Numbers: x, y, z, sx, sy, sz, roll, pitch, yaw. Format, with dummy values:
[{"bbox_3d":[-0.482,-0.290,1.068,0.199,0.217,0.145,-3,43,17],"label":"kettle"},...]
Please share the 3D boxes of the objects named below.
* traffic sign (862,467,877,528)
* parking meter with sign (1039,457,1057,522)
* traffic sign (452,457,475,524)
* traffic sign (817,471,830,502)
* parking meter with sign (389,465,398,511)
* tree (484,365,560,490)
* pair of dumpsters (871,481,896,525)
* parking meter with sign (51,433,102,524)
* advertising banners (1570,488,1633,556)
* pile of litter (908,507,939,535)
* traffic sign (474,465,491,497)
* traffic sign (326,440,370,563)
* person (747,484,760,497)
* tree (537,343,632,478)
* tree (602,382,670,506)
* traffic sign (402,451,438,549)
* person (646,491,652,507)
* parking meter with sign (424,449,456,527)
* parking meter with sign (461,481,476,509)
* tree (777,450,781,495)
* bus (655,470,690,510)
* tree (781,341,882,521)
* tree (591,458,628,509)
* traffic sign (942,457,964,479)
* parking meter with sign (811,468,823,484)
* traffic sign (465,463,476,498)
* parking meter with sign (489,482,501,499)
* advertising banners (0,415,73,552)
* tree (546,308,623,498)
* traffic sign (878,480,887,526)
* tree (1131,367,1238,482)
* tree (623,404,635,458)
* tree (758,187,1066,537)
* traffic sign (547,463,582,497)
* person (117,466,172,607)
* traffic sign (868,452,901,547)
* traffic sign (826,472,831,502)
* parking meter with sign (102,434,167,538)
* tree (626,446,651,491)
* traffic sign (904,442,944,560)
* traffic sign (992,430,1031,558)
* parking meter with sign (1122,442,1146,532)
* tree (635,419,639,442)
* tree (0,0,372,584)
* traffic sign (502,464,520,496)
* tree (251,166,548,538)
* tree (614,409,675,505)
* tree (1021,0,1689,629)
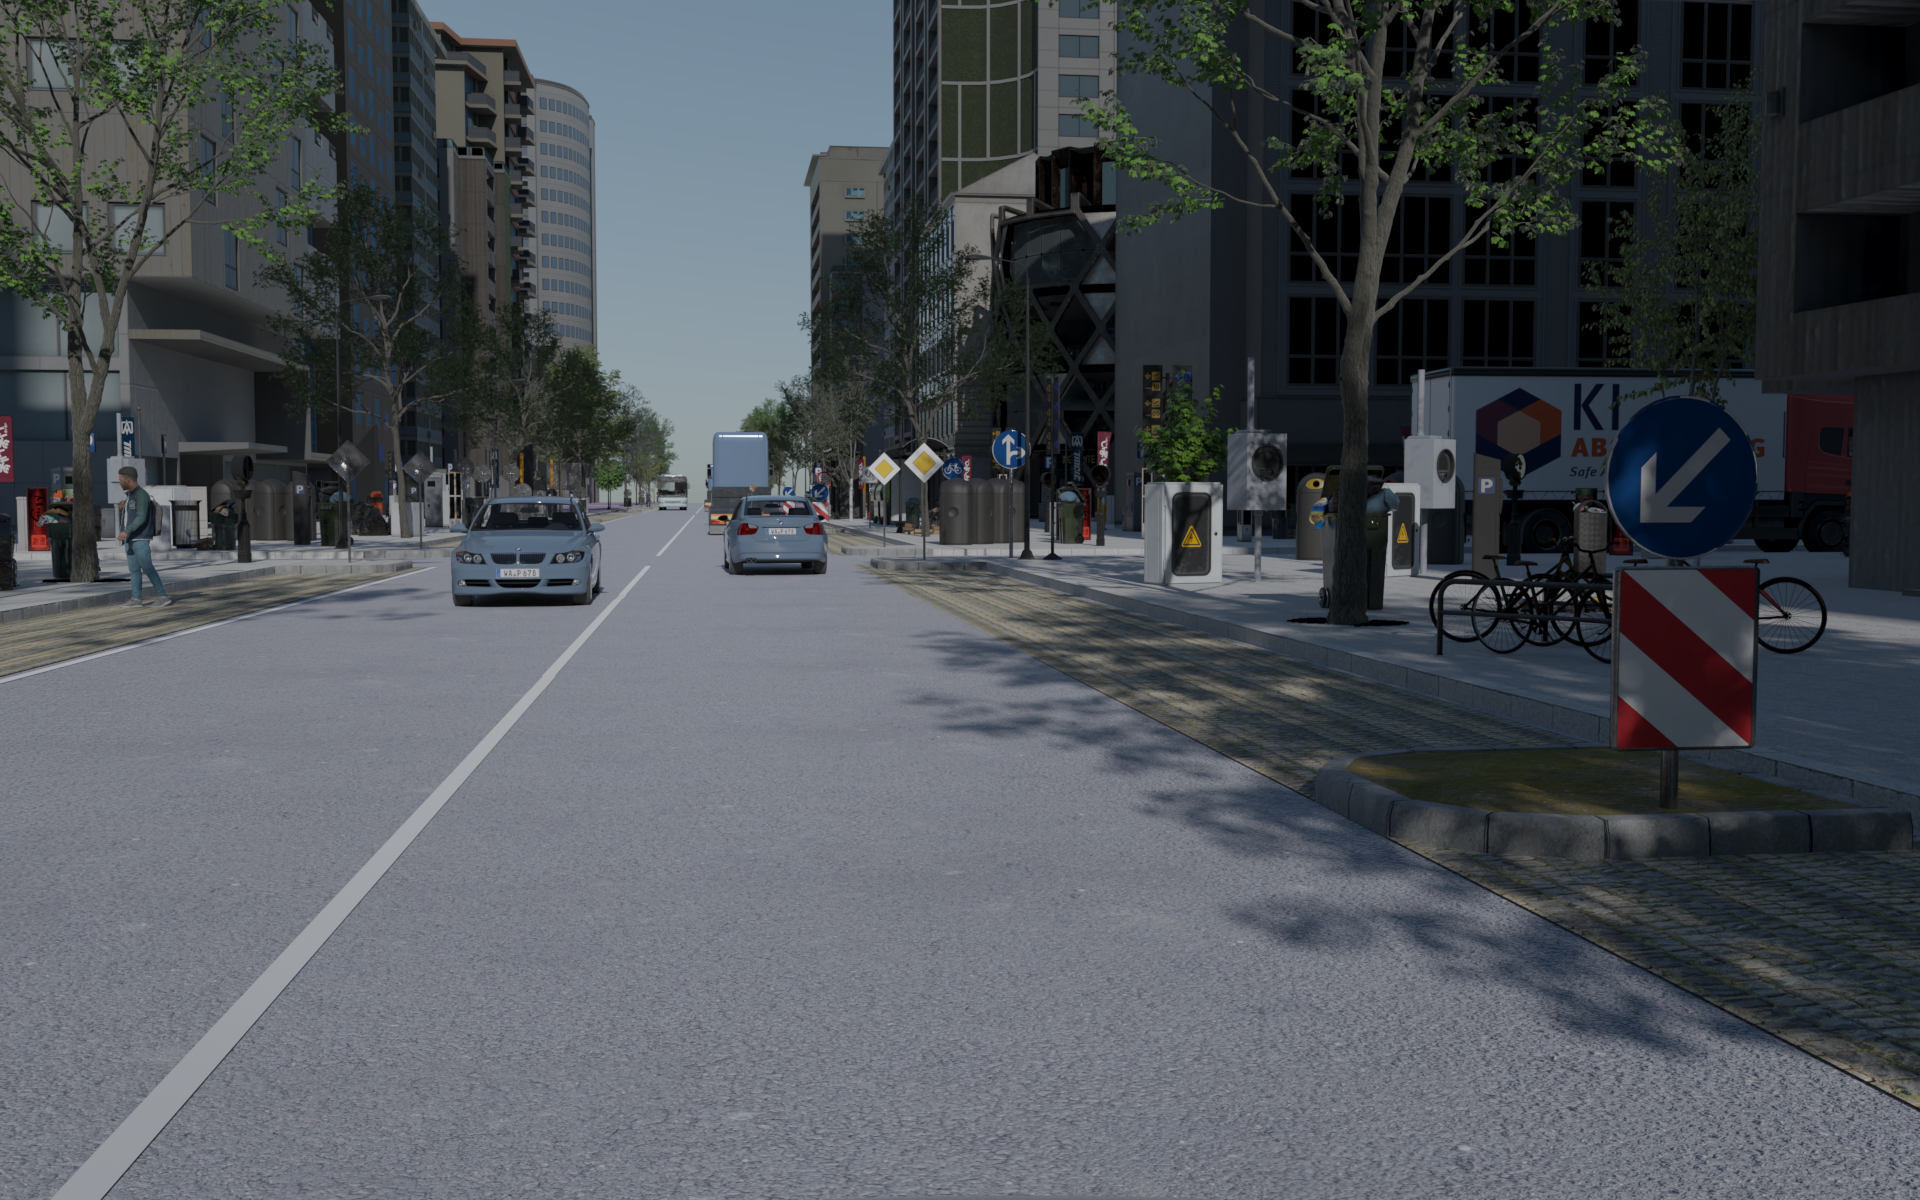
[{"bbox_3d":[-3.370,-3.831,64.772,0.606,2.300,0.079,0,4,-1],"label":"traffic sign"},{"bbox_3d":[4.003,-5.107,79.768,0.543,3.016,1.738,1,4,15],"label":"parking meter with sign"},{"bbox_3d":[-17.281,-3.681,60.298,0.768,2.556,0.104,0,4,-3],"label":"traffic sign"},{"bbox_3d":[-7.507,-5.845,95.669,0.768,2.556,0.104,0,4,0],"label":"traffic sign"},{"bbox_3d":[-30.914,-6.023,94.729,0.543,3.016,1.738,-2,4,-28],"label":"parking meter with sign"},{"bbox_3d":[-23.512,-8.815,94.482,4.360,8.622,3.978,0,3,0],"label":"tree"},{"bbox_3d":[-2.847,-4.326,73.226,1.574,2.255,4.437,-1,4,-8],"label":"pair of dumpsters"},{"bbox_3d":[-25.218,-3.215,48.827,0.543,3.016,1.738,1,4,20],"label":"parking meter with sign"},{"bbox_3d":[13.779,-2.440,36.082,2.074,3.025,0.090,3,5,40],"label":"advertising banners"},{"bbox_3d":[-0.955,-2.522,55.198,1.176,0.858,1.719,-2,4,-35],"label":"pile of litter"},{"bbox_3d":[-20.895,-4.630,75.802,0.768,2.556,0.104,0,4,-6],"label":"traffic sign"},{"bbox_3d":[-11.390,-1.751,32.270,0.795,2.450,0.064,0,4,-8],"label":"traffic sign"},{"bbox_3d":[-6.887,-3.016,58.231,0.534,1.772,0.576,1,4,18],"label":"person"},{"bbox_3d":[-28.395,-12.963,130.066,7.486,12.596,7.792,0,3,0],"label":"tree"},{"bbox_3d":[-36.475,-17.043,189.016,12.009,13.543,11.850,0,3,0],"label":"tree"},{"bbox_3d":[-12.514,-2.234,40.175,0.795,2.450,0.064,0,4,-8],"label":"traffic sign"},{"bbox_3d":[-31.885,-10.325,177.754,0.568,1.767,0.683,1,4,19],"label":"person"},{"bbox_3d":[-20.294,-4.310,66.725,1.738,3.016,0.543,-1,4,-15],"label":"parking meter with sign"},{"bbox_3d":[-28.131,-6.224,98.029,1.738,3.016,0.543,1,4,15],"label":"parking meter with sign"},{"bbox_3d":[-8.155,-9.493,105.566,4.360,8.622,3.978,0,3,0],"label":"tree"},{"bbox_3d":[-25.669,-9.781,154.779,2.948,3.499,13.247,-1,4,-9],"label":"bus"},{"bbox_3d":[-5.298,-7.989,80.987,4.360,8.622,3.978,0,3,0],"label":"tree"},{"bbox_3d":[-30.663,-10.255,151.378,4.285,4.588,4.351,0,3,0],"label":"tree"},{"bbox_3d":[-0.240,-3.668,60.078,0.768,2.556,0.104,0,4,1],"label":"traffic sign"},{"bbox_3d":[-9.451,-7.158,113.286,0.543,3.016,1.738,1,4,10],"label":"parking meter with sign"},{"bbox_3d":[-18.111,-3.872,63.421,0.768,2.556,0.104,0,4,2],"label":"traffic sign"},{"bbox_3d":[-30.299,-7.134,112.901,0.543,3.016,1.738,2,4,27],"label":"parking meter with sign"},{"bbox_3d":[-20.550,-2.596,38.631,2.074,3.025,0.090,0,4,-5],"label":"advertising banners"},{"bbox_3d":[-20.890,-8.932,80.453,8.767,10.594,7.601,-1,4,-20],"label":"tree"},{"bbox_3d":[-2.964,-4.226,69.093,0.884,2.594,0.081,0,4,-1],"label":"traffic sign"},{"bbox_3d":[3.354,-1.957,26.601,1.663,3.219,1.824,0,3,0],"label":"tree"},{"bbox_3d":[-24.597,-10.604,107.788,7.601,10.594,8.767,-1,4,-14],"label":"tree"},{"bbox_3d":[-0.978,-7.195,52.055,8.767,10.594,7.601,0,4,5],"label":"tree"},{"bbox_3d":[-25.891,-7.305,113.316,2.265,3.308,0.079,0,4,-3],"label":"traffic sign"},{"bbox_3d":[-10.380,-0.796,21.855,0.623,1.781,0.721,3,4,38],"label":"person"},{"bbox_3d":[-1.824,-2.326,41.669,0.795,2.450,0.064,0,4,-8],"label":"traffic sign"},{"bbox_3d":[-7.748,-6.149,100.634,0.768,2.556,0.104,0,4,-6],"label":"traffic sign"},{"bbox_3d":[-24.032,-3.310,50.381,1.738,3.016,0.543,-1,4,-19],"label":"parking meter with sign"},{"bbox_3d":[-41.485,-16.613,221.983,4.360,8.622,3.978,0,3,0],"label":"tree"},{"bbox_3d":[-0.700,-1.842,33.763,0.795,2.450,0.064,0,4,-8],"label":"traffic sign"},{"bbox_3d":[1.025,-2.112,34.644,0.768,2.556,0.104,0,4,-3],"label":"traffic sign"},{"bbox_3d":[5.995,-3.842,59.081,0.543,3.016,1.738,-1,4,-16],"label":"parking meter with sign"},{"bbox_3d":[-26.067,-11.412,121.006,8.767,10.594,7.601,1,4,17],"label":"tree"},{"bbox_3d":[-12.628,-6.072,25.026,9.928,11.665,9.643,0,3,0],"label":"tree"},{"bbox_3d":[-19.016,-4.480,73.353,0.768,2.556,0.104,0,4,-4],"label":"traffic sign"},{"bbox_3d":[-16.476,-7.074,50.066,7.601,10.594,8.767,0,4,-7],"label":"tree"},{"bbox_3d":[-38.422,-17.300,208.614,9.928,11.665,9.643,0,3,0],"label":"tree"},{"bbox_3d":[3.935,-5.558,16.630,9.928,11.665,9.643,0,3,0],"label":"tree"}]
